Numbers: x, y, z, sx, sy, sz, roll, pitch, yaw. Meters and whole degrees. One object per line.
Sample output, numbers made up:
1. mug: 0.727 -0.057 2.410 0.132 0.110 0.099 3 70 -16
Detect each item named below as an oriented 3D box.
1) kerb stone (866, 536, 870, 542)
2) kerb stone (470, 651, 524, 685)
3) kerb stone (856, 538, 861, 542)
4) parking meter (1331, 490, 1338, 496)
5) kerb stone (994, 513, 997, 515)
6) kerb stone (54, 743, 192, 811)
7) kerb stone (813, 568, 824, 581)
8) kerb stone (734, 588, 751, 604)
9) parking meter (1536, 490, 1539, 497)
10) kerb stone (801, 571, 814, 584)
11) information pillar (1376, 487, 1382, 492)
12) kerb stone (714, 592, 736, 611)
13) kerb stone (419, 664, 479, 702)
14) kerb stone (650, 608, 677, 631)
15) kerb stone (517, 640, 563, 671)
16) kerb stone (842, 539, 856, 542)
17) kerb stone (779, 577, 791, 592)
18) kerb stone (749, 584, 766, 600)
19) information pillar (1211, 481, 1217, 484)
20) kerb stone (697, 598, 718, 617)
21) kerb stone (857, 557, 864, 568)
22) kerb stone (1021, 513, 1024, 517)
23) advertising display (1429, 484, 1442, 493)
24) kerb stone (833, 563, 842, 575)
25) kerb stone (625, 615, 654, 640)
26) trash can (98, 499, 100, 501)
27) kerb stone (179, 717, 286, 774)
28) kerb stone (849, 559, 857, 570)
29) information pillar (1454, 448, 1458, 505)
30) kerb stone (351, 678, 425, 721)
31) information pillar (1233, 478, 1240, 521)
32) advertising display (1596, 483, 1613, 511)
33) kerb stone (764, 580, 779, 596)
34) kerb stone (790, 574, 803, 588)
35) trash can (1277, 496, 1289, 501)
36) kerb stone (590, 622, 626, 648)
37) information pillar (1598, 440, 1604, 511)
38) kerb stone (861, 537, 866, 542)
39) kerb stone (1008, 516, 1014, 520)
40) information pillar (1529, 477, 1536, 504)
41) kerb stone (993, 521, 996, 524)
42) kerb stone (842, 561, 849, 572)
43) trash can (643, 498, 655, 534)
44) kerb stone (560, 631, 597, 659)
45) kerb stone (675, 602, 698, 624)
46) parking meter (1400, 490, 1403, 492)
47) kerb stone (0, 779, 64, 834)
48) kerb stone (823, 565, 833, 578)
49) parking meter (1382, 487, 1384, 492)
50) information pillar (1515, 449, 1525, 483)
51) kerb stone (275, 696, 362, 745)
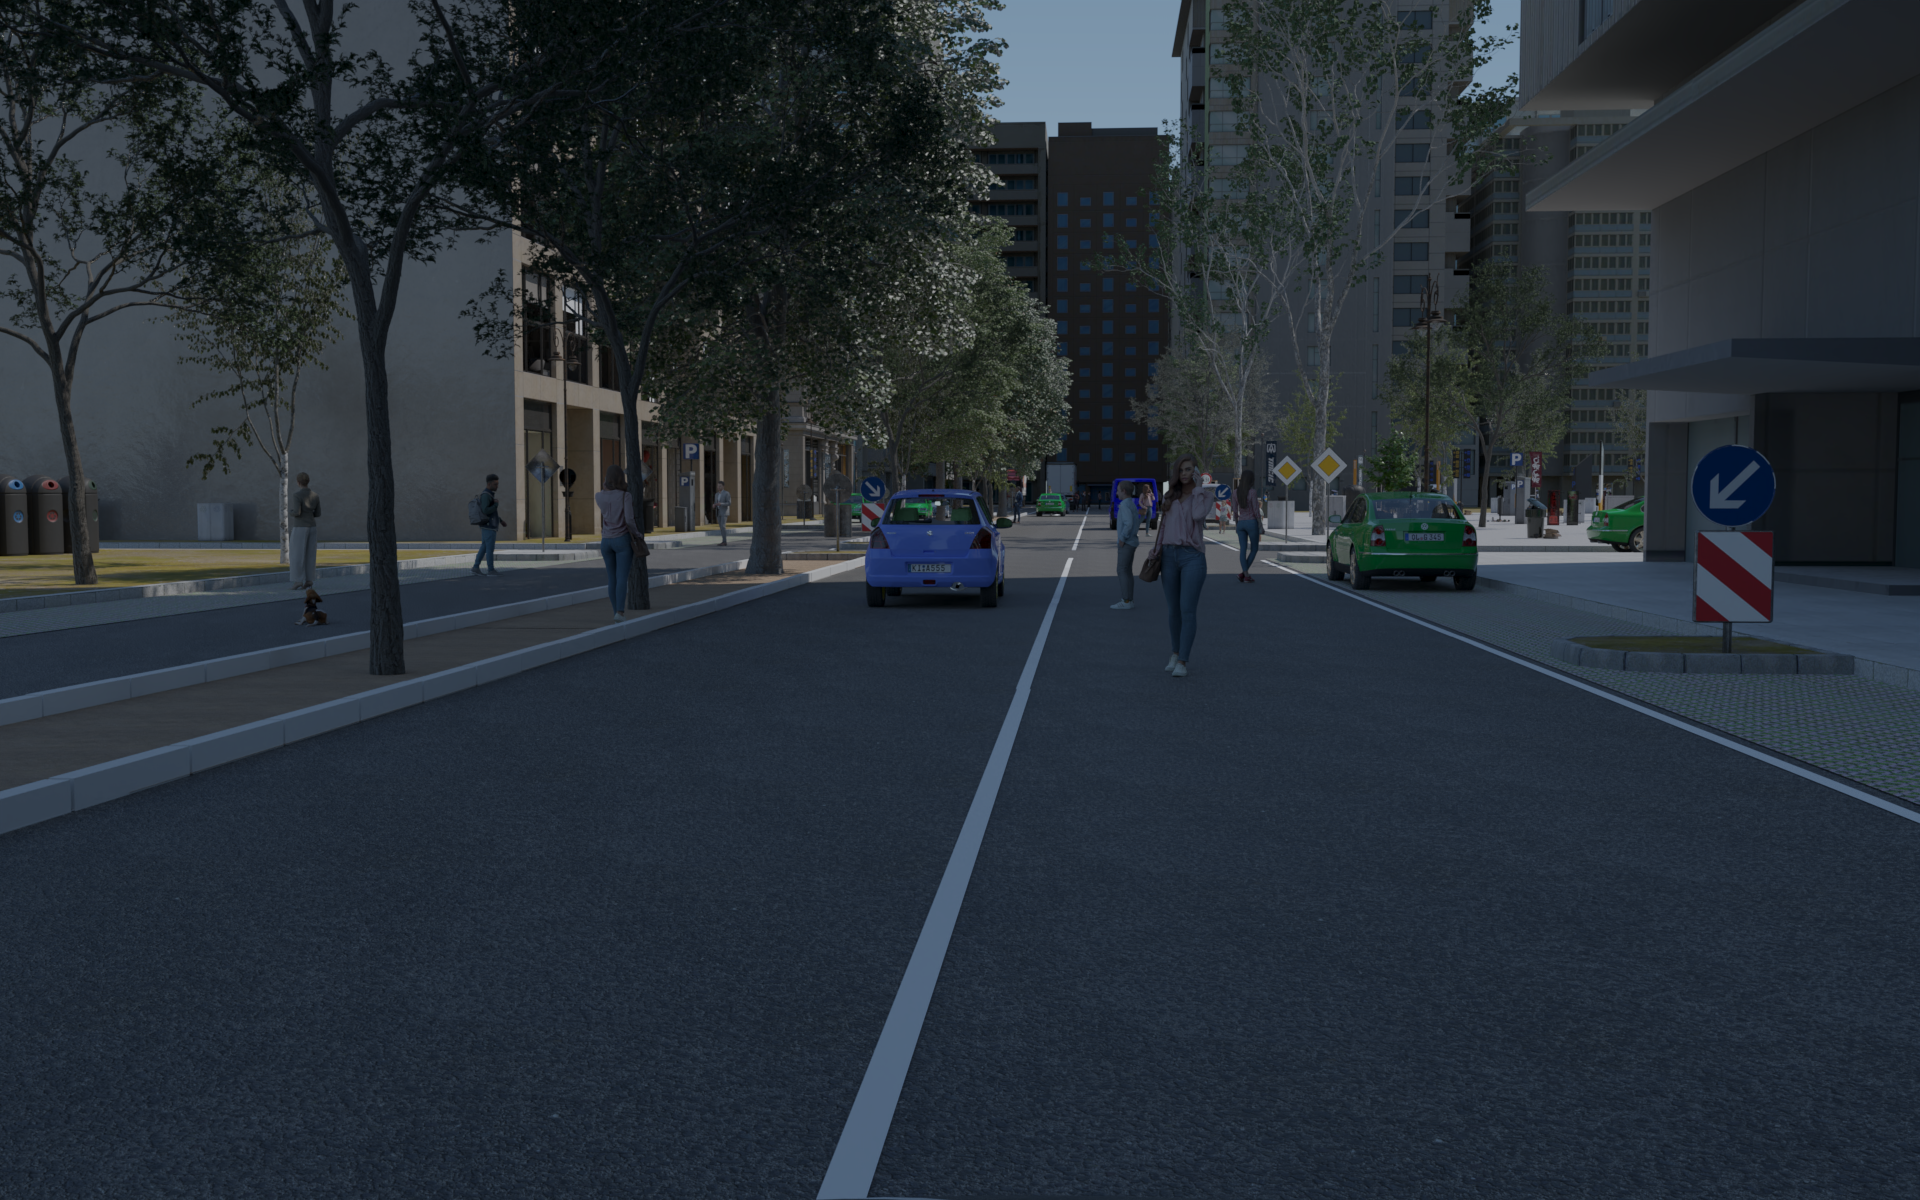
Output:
1. kerb stone: -2.835 -1.759 50.956 0.120 0.150 1.000 0 4 4
2. kerb stone: -3.624 0.536 13.432 0.120 0.150 1.000 0 4 4
3. kerb stone: -2.994 -1.632 48.904 0.120 0.150 1.000 0 4 4
4. parking meter: 22.484 -5.847 104.007 0.372 1.533 0.369 0 3 0
5. kerb stone: 2.462 -5.947 119.431 0.120 0.150 1.000 0 4 4
6. kerb stone: -4.019 0.849 8.320 0.120 0.150 1.000 0 4 4
7. kerb stone: -2.440 -0.401 28.758 0.120 0.150 1.000 0 4 4
8. kerb stone: -2.923 -0.026 22.623 0.120 0.150 1.000 0 4 4
9. parking meter: 34.179 -5.782 102.951 0.372 1.533 0.369 0 3 0
10. kerb stone: -2.524 -0.339 27.739 0.120 0.150 1.000 0 4 4
11. information pillar: 24.416 -5.901 100.970 0.304 2.012 0.304 1 4 11
12. kerb stone: -2.991 0.039 21.604 0.120 0.150 1.000 0 4 4
13. kerb stone: -3.706 0.601 12.410 0.120 0.150 1.000 0 4 4
14. kerb stone: -3.237 0.224 18.538 0.120 0.150 1.000 0 4 4
15. kerb stone: -3.551 0.474 14.451 0.120 0.150 1.000 0 4 4
16. kerb stone: -3.073 -1.571 47.884 0.120 0.150 1.000 0 4 4
17. kerb stone: -2.687 -0.208 25.689 0.120 0.150 1.000 0 4 4
18. kerb stone: -2.844 -0.088 23.642 0.120 0.150 1.000 0 4 4
19. information pillar: 14.066 -5.597 95.999 0.304 2.012 0.304 2 4 26
20. kerb stone: -3.079 0.106 20.576 0.120 0.150 1.000 0 4 4
21. kerb stone: -2.051 -0.706 33.870 0.120 0.150 1.000 0 4 4
22. kerb stone: 3.831 -5.374 110.086 0.120 0.150 1.000 0 4 4
23. advertising display: 30.131 -6.399 109.843 0.974 1.923 0.123 -1 4 -22
24. kerb stone: -2.285 -0.526 30.801 0.120 0.150 1.000 0 4 4
25. kerb stone: -3.308 0.286 17.518 0.120 0.150 1.000 0 4 4
26. trash can: -24.106 -2.208 47.748 0.748 1.137 0.748 0 3 0
27. kerb stone: -3.944 0.787 9.350 0.120 0.150 1.000 0 4 4
28. kerb stone: -2.128 -0.651 32.845 0.120 0.150 1.000 0 4 4
29. information pillar: 25.394 -5.957 88.752 0.183 3.616 0.504 0 4 8
30. kerb stone: -3.788 0.661 11.388 0.120 0.150 1.000 0 4 4
31. information pillar: 13.041 -4.706 81.430 0.304 2.012 0.304 3 5 44
32. advertising display: 36.996 -5.766 99.483 0.123 1.923 0.974 -3 5 -41
33. kerb stone: -2.762 -0.150 24.670 0.120 0.150 1.000 0 4 4
34. kerb stone: -2.606 -0.274 26.718 0.120 0.150 1.000 0 4 4
35. trash can: 20.512 -6.017 110.039 0.748 1.137 0.748 0 3 0
36. kerb stone: -3.397 0.349 16.493 0.120 0.150 1.000 0 4 4
37. information pillar: 27.945 -5.147 75.515 0.183 3.616 0.504 2 4 30
38. kerb stone: -2.914 -1.692 49.929 0.120 0.150 1.000 0 4 4
39. kerb stone: 2.968 -4.682 98.852 0.120 0.150 1.000 0 4 4
40. information pillar: 25.059 -4.374 76.000 0.304 2.012 0.304 0 4 -6
41. kerb stone: 1.780 -3.744 83.503 0.120 0.150 1.000 0 4 4
42. kerb stone: -2.209 -0.581 31.821 0.120 0.150 1.000 0 4 4
43. trash can: -10.248 -2.724 56.186 0.748 1.137 0.748 0 3 0
44. kerb stone: -3.473 0.416 15.474 0.120 0.150 1.000 0 4 4
45. kerb stone: -3.156 0.161 19.557 0.120 0.150 1.000 0 4 4
46. parking meter: 28.137 -6.263 110.818 0.372 1.533 0.369 0 3 0
47. kerb stone: -4.100 0.913 7.302 0.120 0.150 1.000 0 4 4
48. kerb stone: -2.365 -0.464 29.781 0.120 0.150 1.000 0 4 4
49. parking meter: 26.827 -6.355 109.620 0.399 1.863 0.255 0 4 6
50. information pillar: 29.196 -6.051 90.293 0.504 3.616 0.183 -1 4 -11
51. kerb stone: -3.866 0.724 10.369 0.120 0.150 1.000 0 4 4
